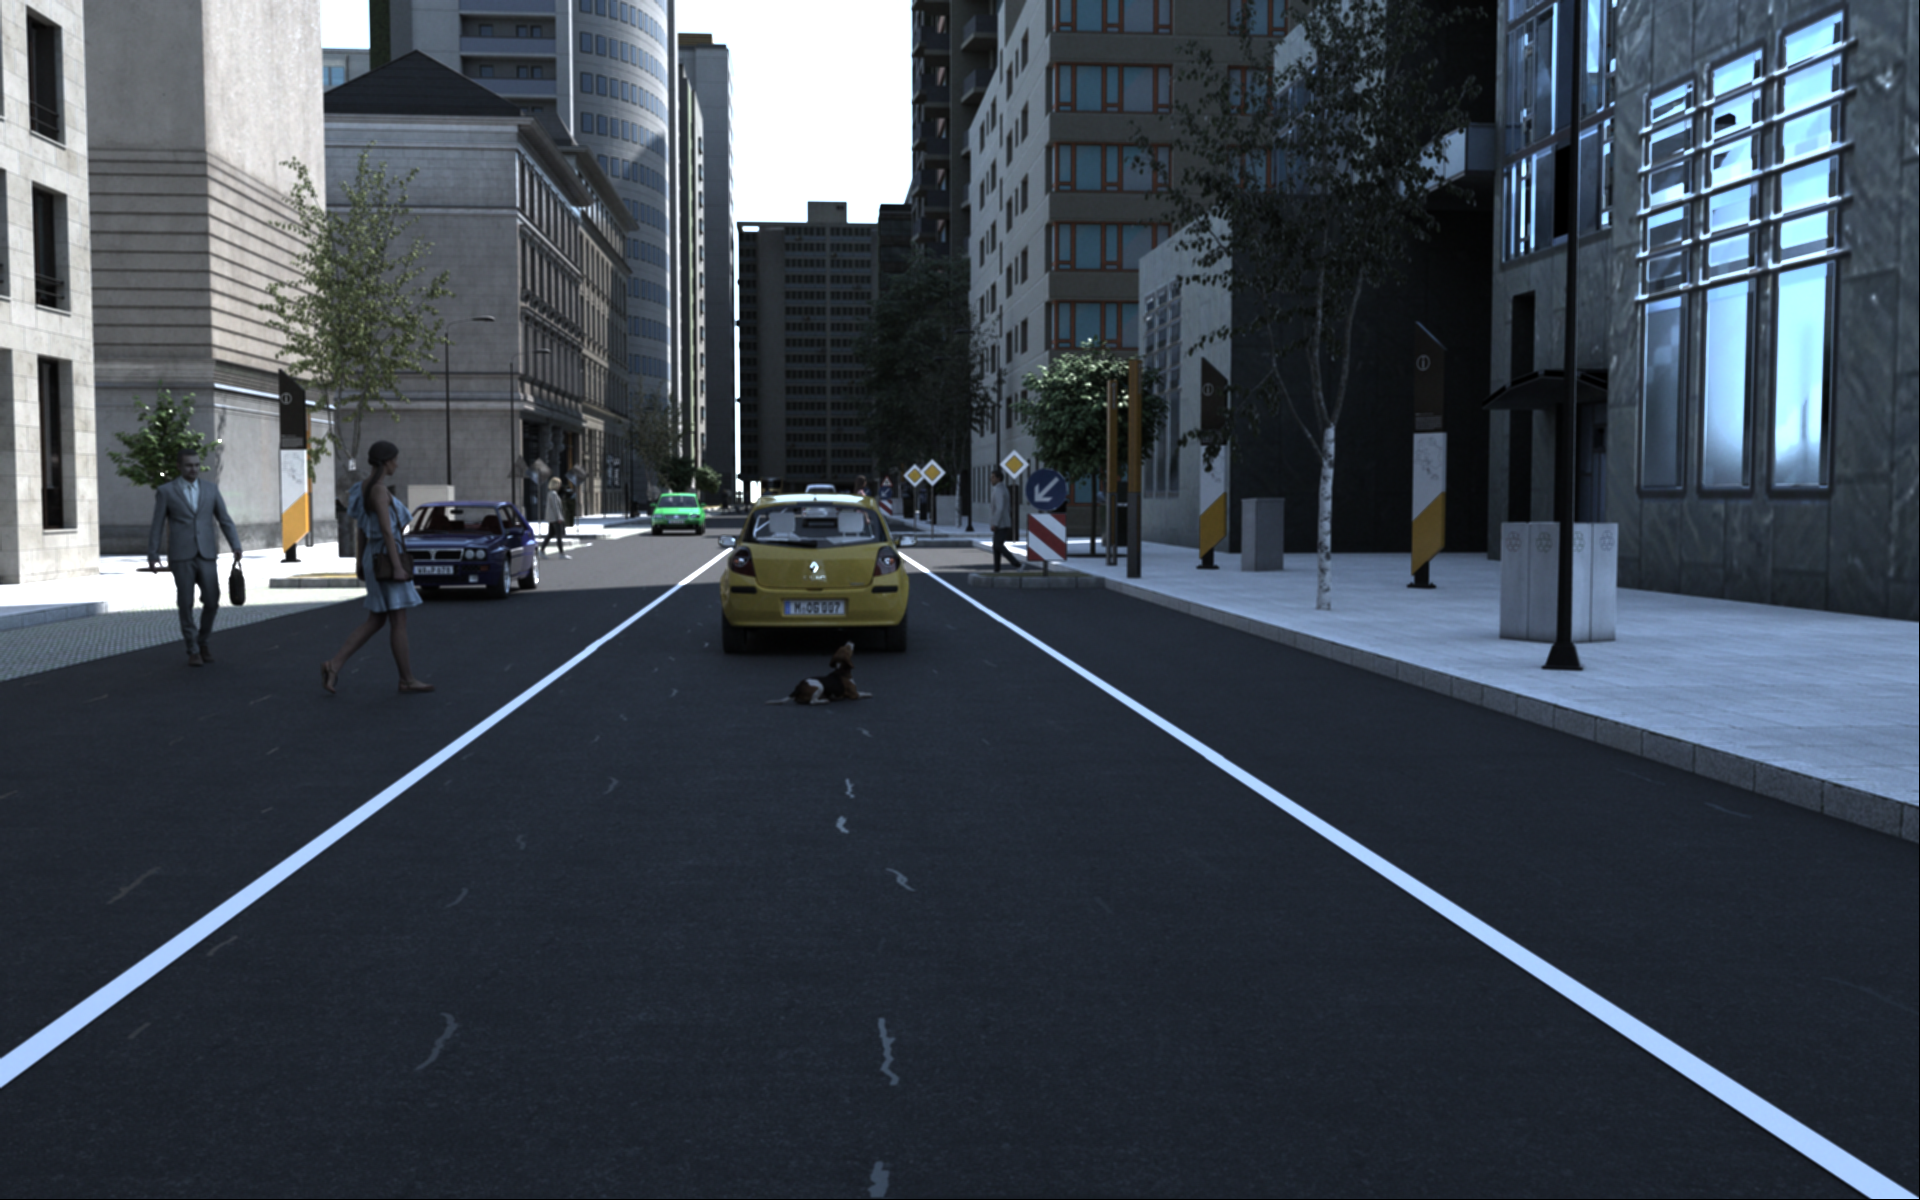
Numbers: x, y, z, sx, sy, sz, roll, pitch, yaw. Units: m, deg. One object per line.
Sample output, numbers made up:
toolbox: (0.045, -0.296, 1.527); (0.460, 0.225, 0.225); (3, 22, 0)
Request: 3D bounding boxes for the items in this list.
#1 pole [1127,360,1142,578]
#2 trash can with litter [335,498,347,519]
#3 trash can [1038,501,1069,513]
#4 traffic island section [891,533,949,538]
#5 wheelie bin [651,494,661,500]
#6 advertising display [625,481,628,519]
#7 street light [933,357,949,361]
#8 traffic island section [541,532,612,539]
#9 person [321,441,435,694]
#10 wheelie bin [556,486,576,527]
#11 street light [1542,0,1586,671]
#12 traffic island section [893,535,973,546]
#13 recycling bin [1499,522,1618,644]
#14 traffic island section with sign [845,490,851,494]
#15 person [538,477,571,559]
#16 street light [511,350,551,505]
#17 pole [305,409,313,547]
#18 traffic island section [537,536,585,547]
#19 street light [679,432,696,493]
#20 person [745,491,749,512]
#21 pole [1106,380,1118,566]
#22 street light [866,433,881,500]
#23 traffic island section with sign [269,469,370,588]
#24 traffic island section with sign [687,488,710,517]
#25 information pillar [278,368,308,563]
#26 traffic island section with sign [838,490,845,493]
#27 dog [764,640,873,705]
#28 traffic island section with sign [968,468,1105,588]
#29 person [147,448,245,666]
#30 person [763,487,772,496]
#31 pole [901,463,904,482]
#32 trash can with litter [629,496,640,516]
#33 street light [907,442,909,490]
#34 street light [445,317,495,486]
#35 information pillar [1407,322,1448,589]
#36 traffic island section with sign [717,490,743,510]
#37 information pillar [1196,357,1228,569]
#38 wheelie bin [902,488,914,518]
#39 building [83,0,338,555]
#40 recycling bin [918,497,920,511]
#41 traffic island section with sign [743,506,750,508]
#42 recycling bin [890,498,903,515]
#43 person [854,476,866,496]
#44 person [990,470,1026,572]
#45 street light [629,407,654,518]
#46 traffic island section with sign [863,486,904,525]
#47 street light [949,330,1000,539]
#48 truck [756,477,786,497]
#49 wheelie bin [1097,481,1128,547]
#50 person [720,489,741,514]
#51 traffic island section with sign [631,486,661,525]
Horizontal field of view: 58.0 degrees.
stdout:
pole: (2.664, -1.992, 26.419); (0.158, 3.312, 0.155); (0, 3, 0)
trash can with litter: (-20.050, -2.759, 56.503); (0.624, 1.170, 1.055); (1, 4, 20)
trash can: (2.034, -1.621, 38.153); (0.748, 1.137, 0.748); (0, 3, 0)
traffic island section: (-1.464, -2.129, 57.095); (2.009, 0.180, 2.903); (0, 4, -5)
wheelie bin: (-18.711, -6.048, 106.789); (0.693, 1.594, 0.980); (0, 4, 6)
advertising display: (-16.976, -5.074, 88.168); (0.123, 1.923, 0.974); (-1, 4, -11)
street light: (-0.205, -5.285, 58.945); (1.470, 5.913, 1.316); (0, 4, -5)
traffic island section: (-12.413, -2.071, 56.137); (2.009, 0.180, 2.903); (0, 4, -5)
person: (-4.147, -0.230, 12.354); (0.778, 1.811, 0.616); (-2, 4, -29)
wheelie bin: (-15.225, -3.607, 66.883); (0.693, 1.594, 0.980); (1, 4, 23)
street light: (3.907, -2.446, 12.535); (1.470, 5.913, 1.316); (0, 4, -5)
traffic island section: (-0.762, -1.643, 49.141); (2.009, 0.180, 2.903); (0, 4, -5)
recycling bin: (5.263, -0.164, 15.241); (0.722, 1.027, 0.722); (-2, 4, -29)
traffic island section with sign: (-6.068, -6.156, 109.276); (1.989, 1.847, 2.006); (0, 4, -5)
person: (-8.995, -1.813, 38.323); (0.728, 1.800, 0.709); (-1, 4, -17)
street light: (-13.854, -5.090, 55.766); (1.470, 5.913, 1.316); (0, 4, -5)
pole: (-15.684, -2.924, 41.657); (0.158, 3.312, 0.155); (0, 3, 0)
traffic island section: (-11.711, -1.584, 48.183); (2.009, 0.180, 2.903); (0, 4, -5)
street light: (-20.345, -9.577, 129.120); (1.470, 5.913, 1.316); (0, 4, -5)
person: (-16.844, -7.806, 137.052); (0.530, 1.710, 0.541); (1, 4, 19)
pole: (2.725, -2.275, 31.042); (0.158, 3.312, 0.155); (0, 3, 0)
street light: (-6.600, -9.751, 131.967); (1.470, 5.913, 1.316); (0, 4, -5)
traffic island section with sign: (-9.534, -1.134, 27.162); (1.989, 1.847, 2.006); (0, 4, -5)
traffic island section with sign: (-16.725, -6.116, 108.621); (1.989, 1.847, 2.006); (0, 4, -5)
information pillar: (-12.449, -2.506, 32.331); (0.504, 3.616, 0.183); (0, 4, 5)
traffic island section with sign: (-12.914, -10.900, 186.843); (1.989, 1.847, 2.006); (0, 4, -5)
dog: (-0.981, 0.500, 12.025); (0.748, 0.427, 0.550); (0, 4, -2)
traffic island section with sign: (1.155, -1.148, 27.400); (1.989, 1.847, 2.006); (0, 4, -5)
person: (-6.395, -0.360, 14.503); (0.709, 1.813, 0.853); (-3, 5, -41)
person: (-10.219, -5.122, 92.425); (0.721, 1.800, 0.419); (-1, 4, -16)
pole: (-3.759, -7.345, 113.932); (0.158, 3.312, 0.155); (0, 3, 0)
trash can with litter: (-18.659, -5.401, 99.691); (0.624, 1.170, 1.055); (-2, 4, -30)
street light: (-3.391, -7.509, 95.314); (1.470, 5.913, 1.316); (0, 4, -5)
street light: (-12.871, -4.458, 45.423); (1.470, 5.913, 1.316); (0, 4, -5)
information pillar: (6.360, -1.966, 23.497); (0.183, 3.616, 0.504); (-3, 5, -40)
traffic island section with sign: (-21.063, -9.127, 157.850); (1.989, 1.847, 2.006); (0, 4, -5)
information pillar: (4.308, -2.333, 29.503); (0.504, 3.616, 0.183); (3, 4, 39)
wheelie bin: (-2.726, -5.158, 92.235); (0.693, 1.594, 0.980); (0, 4, 8)
building: (-24.971, -11.666, 39.895); (18.267, 20.994, 9.793); (0, 4, -5)
recycling bin: (-2.691, -7.265, 131.337); (0.722, 1.027, 0.722); (-2, 4, -32)
traffic island section with sign: (-23.438, -10.769, 184.701); (1.989, 1.847, 2.006); (0, 4, -5)
recycling bin: (-3.884, -5.711, 105.921); (0.722, 1.027, 0.722); (-1, 4, -13)
person: (-2.079, -1.749, 37.106); (0.388, 1.821, 0.555); (-2, 4, -30)
person: (0.760, -1.279, 29.265); (0.795, 1.843, 0.661); (1, 4, 15)
street light: (-17.068, -7.361, 92.889); (1.470, 5.913, 1.316); (0, 4, -5)
traffic island section with sign: (-3.681, -4.497, 82.148); (1.989, 1.847, 2.006); (0, 4, -5)
street light: (0.550, -4.684, 49.129); (1.470, 5.913, 1.316); (0, 4, -5)
truck: (-22.083, -12.669, 203.070); (3.469, 3.379, 9.791); (0, 4, -5)
wheelie bin: (3.764, -2.110, 42.404); (0.980, 1.594, 0.693); (-1, 4, -13)
person: (-16.837, -7.218, 126.730); (1.509, 1.804, 0.699); (1, 4, 12)
traffic island section with sign: (-14.282, -4.425, 80.972); (1.989, 1.847, 2.006); (0, 4, -5)
